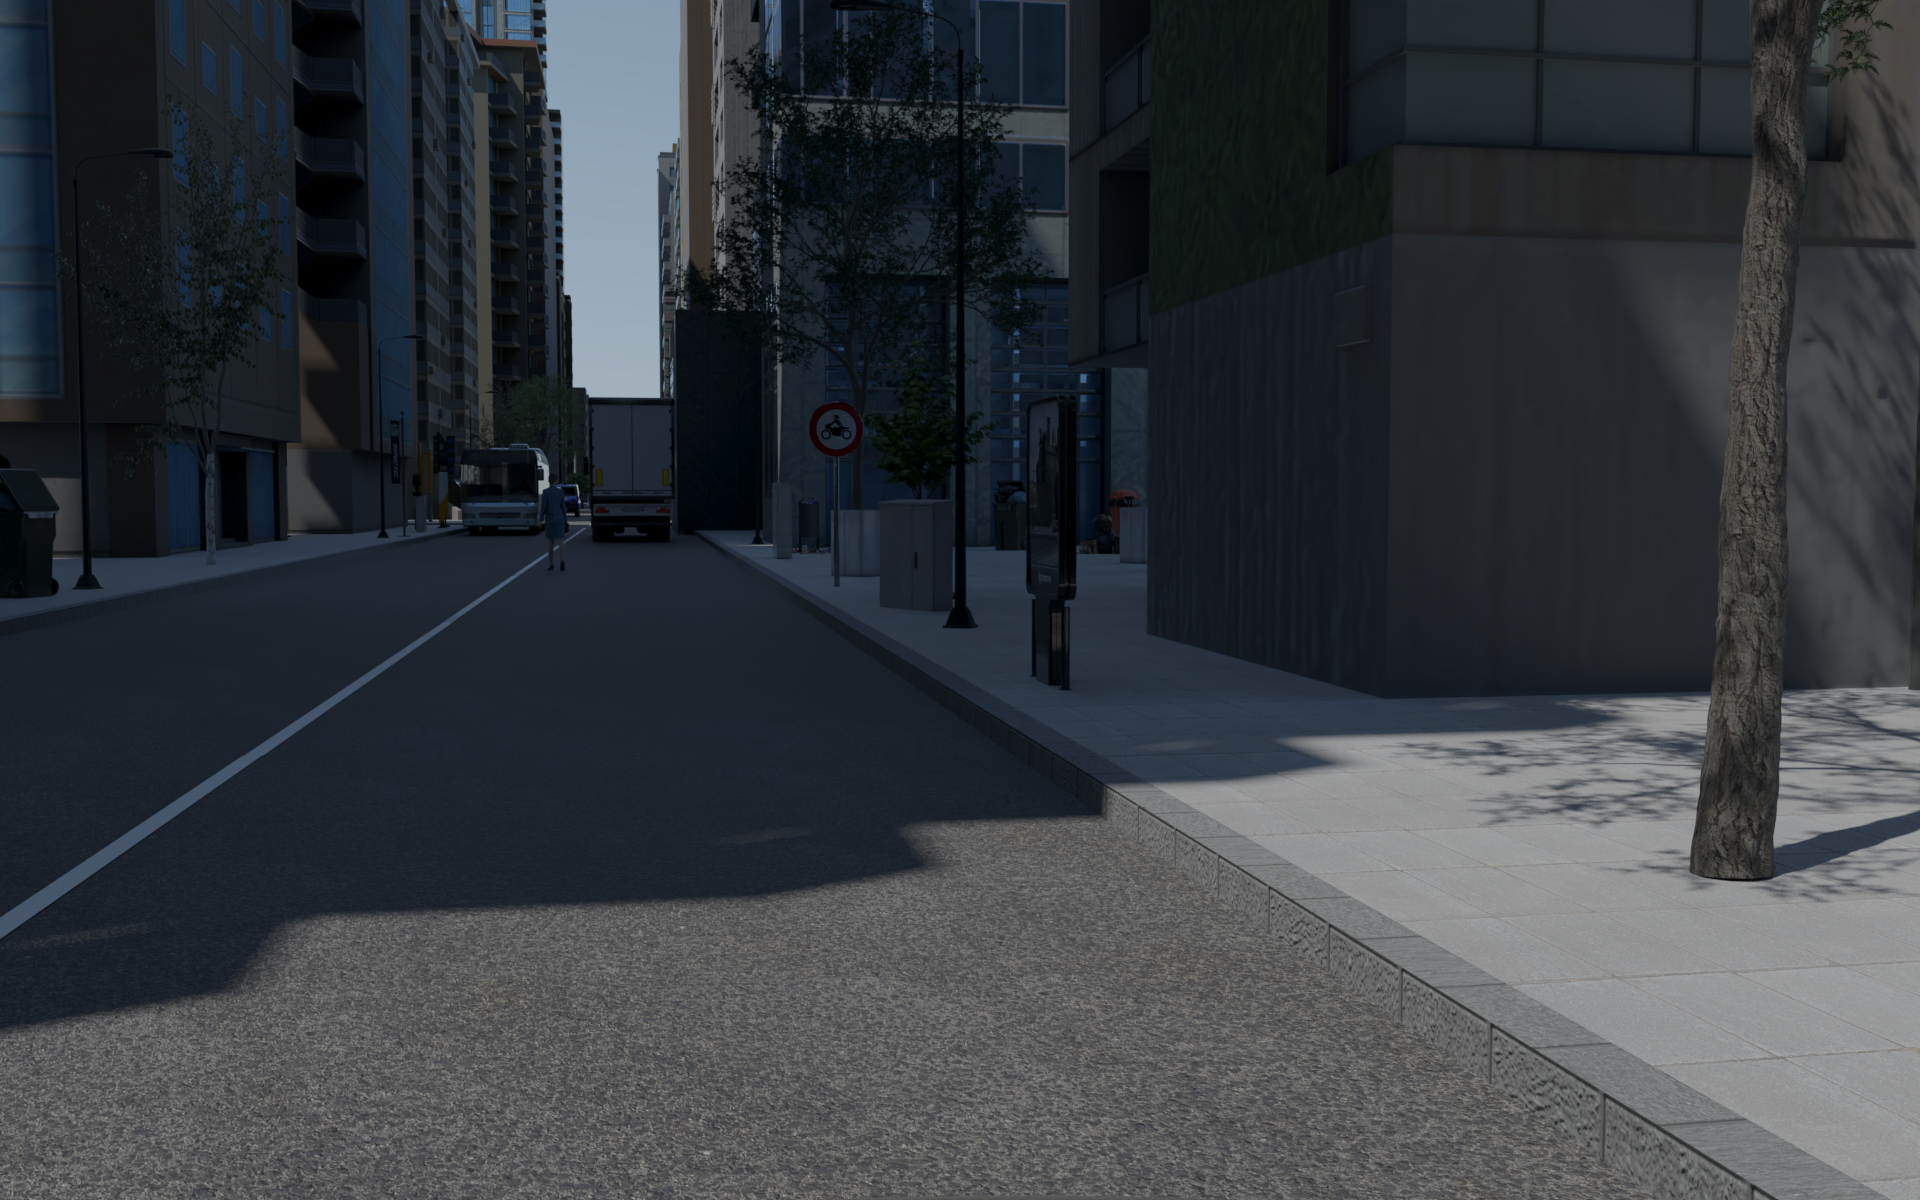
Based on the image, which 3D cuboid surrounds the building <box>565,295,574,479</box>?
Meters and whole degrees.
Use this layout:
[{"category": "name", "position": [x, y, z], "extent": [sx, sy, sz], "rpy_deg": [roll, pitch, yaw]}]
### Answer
[{"category": "building", "position": [-61.084, -28.663, 240.337], "extent": [14.160, 30.474, 14.107], "rpy_deg": [-1, 4, -11]}]

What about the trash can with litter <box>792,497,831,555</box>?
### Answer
[{"category": "trash can with litter", "position": [-2.927, -1.637, 37.820], "extent": [2.233, 1.210, 1.678], "rpy_deg": [-3, 5, -44]}]

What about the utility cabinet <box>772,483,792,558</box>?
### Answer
[{"category": "utility cabinet", "position": [-3.552, -1.590, 34.681], "extent": [0.318, 1.500, 1.173], "rpy_deg": [-1, 4, -10]}]

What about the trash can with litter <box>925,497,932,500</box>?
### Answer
[{"category": "trash can with litter", "position": [-0.720, -1.727, 39.293], "extent": [1.678, 1.210, 2.233], "rpy_deg": [-1, 4, -13]}]

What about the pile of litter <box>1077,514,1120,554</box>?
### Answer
[{"category": "pile of litter", "position": [3.067, -1.429, 37.330], "extent": [1.719, 0.858, 1.176], "rpy_deg": [1, 4, 17]}]

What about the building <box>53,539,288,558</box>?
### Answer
[{"category": "building", "position": [-23.845, -23.777, 38.864], "extent": [14.600, 45.320, 14.200], "rpy_deg": [-1, 4, -11]}]

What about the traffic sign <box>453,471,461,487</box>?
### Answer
[{"category": "traffic sign", "position": [-20.154, -4.071, 70.202], "extent": [0.795, 2.450, 0.064], "rpy_deg": [-1, 4, -11]}]

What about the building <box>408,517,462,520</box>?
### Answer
[{"category": "building", "position": [-39.855, -24.308, 89.313], "extent": [32.217, 40.220, 23.993], "rpy_deg": [-1, 4, -11]}]

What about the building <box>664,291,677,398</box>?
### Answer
[{"category": "building", "position": [-35.144, -29.105, 247.564], "extent": [14.160, 30.474, 14.107], "rpy_deg": [-1, 4, -11]}]

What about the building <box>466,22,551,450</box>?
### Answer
[{"category": "building", "position": [-50.466, -31.124, 163.498], "extent": [22.147, 44.769, 28.867], "rpy_deg": [-1, 4, -11]}]

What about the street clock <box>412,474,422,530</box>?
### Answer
[{"category": "street clock", "position": [-19.507, -3.528, 62.247], "extent": [0.358, 2.002, 0.471], "rpy_deg": [0, 4, -8]}]

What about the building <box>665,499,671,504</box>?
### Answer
[{"category": "building", "position": [-7.984, -27.466, 140.946], "extent": [32.217, 40.220, 23.993], "rpy_deg": [-1, 4, -11]}]

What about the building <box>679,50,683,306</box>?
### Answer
[{"category": "building", "position": [-19.106, -29.290, 162.486], "extent": [14.154, 41.232, 14.086], "rpy_deg": [-1, 4, -11]}]

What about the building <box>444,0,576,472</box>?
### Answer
[{"category": "building", "position": [-69.547, -57.982, 260.681], "extent": [22.319, 86.520, 31.000], "rpy_deg": [-1, 4, -11]}]

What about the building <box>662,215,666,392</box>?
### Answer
[{"category": "building", "position": [-34.869, -39.759, 269.675], "extent": [23.786, 49.044, 30.456], "rpy_deg": [-1, 4, -11]}]

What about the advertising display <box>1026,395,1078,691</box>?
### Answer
[{"category": "advertising display", "position": [0.611, -0.397, 11.709], "extent": [0.123, 1.923, 0.974], "rpy_deg": [-1, 4, -11]}]

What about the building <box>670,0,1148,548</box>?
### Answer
[{"category": "building", "position": [1.985, -45.421, 55.303], "extent": [22.319, 86.520, 31.000], "rpy_deg": [-1, 4, -11]}]

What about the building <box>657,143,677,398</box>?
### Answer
[{"category": "building", "position": [-41.124, -46.239, 298.005], "extent": [21.231, 58.520, 28.212], "rpy_deg": [-1, 4, -11]}]

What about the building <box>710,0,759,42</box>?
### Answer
[{"category": "building", "position": [-5.297, -24.746, 88.190], "extent": [14.086, 41.232, 14.154], "rpy_deg": [-1, 4, -11]}]

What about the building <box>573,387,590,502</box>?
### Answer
[{"category": "building", "position": [-76.774, -27.328, 291.848], "extent": [27.650, 21.520, 28.899], "rpy_deg": [-1, 4, -11]}]

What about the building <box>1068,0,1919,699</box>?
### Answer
[{"category": "building", "position": [8.297, -20.427, 17.579], "extent": [14.154, 41.232, 14.086], "rpy_deg": [-1, 4, -11]}]

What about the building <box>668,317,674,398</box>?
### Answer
[{"category": "building", "position": [-16.915, -20.828, 185.584], "extent": [27.650, 21.520, 28.899], "rpy_deg": [-1, 4, -11]}]

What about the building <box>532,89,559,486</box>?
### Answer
[{"category": "building", "position": [-51.105, -32.729, 185.229], "extent": [14.600, 45.320, 14.200], "rpy_deg": [-1, 4, -11]}]

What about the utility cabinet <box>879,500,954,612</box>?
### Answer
[{"category": "utility cabinet", "position": [-0.500, -0.499, 19.327], "extent": [0.306, 1.237, 1.020], "rpy_deg": [-3, 4, -38]}]

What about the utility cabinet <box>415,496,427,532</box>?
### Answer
[{"category": "utility cabinet", "position": [-18.165, -2.887, 58.364], "extent": [0.306, 1.237, 1.020], "rpy_deg": [-1, 4, -13]}]

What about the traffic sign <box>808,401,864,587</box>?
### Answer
[{"category": "traffic sign", "position": [-1.703, -1.455, 23.903], "extent": [0.768, 2.556, 0.104], "rpy_deg": [0, 4, -3]}]

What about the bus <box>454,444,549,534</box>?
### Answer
[{"category": "bus", "position": [-16.786, -4.252, 64.387], "extent": [2.948, 3.499, 13.247], "rpy_deg": [-1, 4, -12]}]

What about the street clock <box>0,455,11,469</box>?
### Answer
[{"category": "street clock", "position": [-17.477, -1.641, 31.408], "extent": [0.471, 2.002, 0.358], "rpy_deg": [-3, 5, -41]}]

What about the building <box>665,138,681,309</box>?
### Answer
[{"category": "building", "position": [-23.627, -36.348, 213.899], "extent": [23.786, 49.044, 30.456], "rpy_deg": [-1, 4, -11]}]

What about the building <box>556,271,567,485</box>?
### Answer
[{"category": "building", "position": [-56.646, -27.065, 214.209], "extent": [14.160, 30.474, 14.107], "rpy_deg": [-1, 4, -11]}]

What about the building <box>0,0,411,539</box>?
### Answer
[{"category": "building", "position": [-27.284, -25.051, 59.691], "extent": [14.200, 45.320, 14.600], "rpy_deg": [-1, 4, -11]}]

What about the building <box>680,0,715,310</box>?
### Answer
[{"category": "building", "position": [-10.363, -28.074, 109.117], "extent": [14.600, 45.320, 14.200], "rpy_deg": [-1, 4, -11]}]

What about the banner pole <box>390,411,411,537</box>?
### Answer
[{"category": "banner pole", "position": [-16.826, -3.787, 51.936], "extent": [0.401, 3.779, 0.863], "rpy_deg": [1, 4, 15]}]
